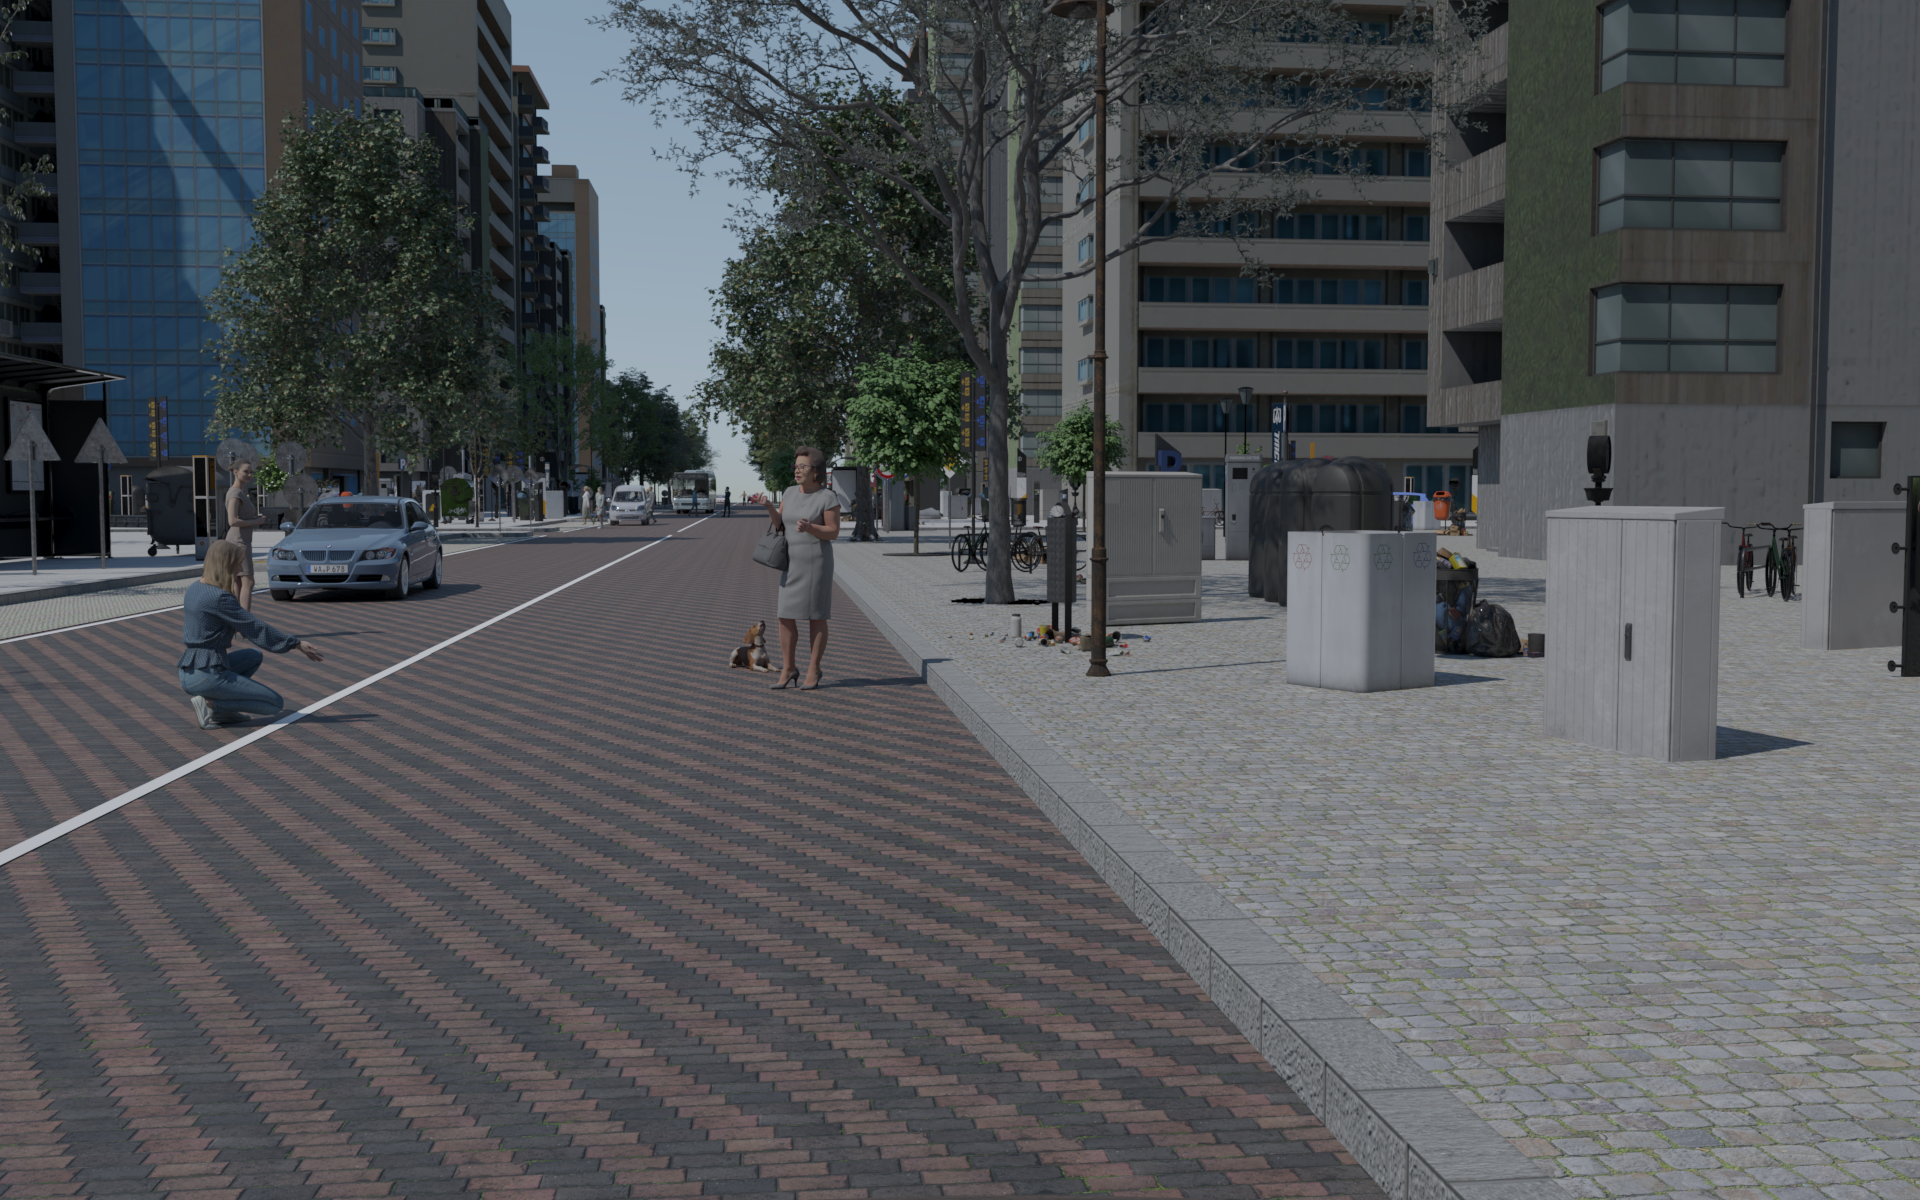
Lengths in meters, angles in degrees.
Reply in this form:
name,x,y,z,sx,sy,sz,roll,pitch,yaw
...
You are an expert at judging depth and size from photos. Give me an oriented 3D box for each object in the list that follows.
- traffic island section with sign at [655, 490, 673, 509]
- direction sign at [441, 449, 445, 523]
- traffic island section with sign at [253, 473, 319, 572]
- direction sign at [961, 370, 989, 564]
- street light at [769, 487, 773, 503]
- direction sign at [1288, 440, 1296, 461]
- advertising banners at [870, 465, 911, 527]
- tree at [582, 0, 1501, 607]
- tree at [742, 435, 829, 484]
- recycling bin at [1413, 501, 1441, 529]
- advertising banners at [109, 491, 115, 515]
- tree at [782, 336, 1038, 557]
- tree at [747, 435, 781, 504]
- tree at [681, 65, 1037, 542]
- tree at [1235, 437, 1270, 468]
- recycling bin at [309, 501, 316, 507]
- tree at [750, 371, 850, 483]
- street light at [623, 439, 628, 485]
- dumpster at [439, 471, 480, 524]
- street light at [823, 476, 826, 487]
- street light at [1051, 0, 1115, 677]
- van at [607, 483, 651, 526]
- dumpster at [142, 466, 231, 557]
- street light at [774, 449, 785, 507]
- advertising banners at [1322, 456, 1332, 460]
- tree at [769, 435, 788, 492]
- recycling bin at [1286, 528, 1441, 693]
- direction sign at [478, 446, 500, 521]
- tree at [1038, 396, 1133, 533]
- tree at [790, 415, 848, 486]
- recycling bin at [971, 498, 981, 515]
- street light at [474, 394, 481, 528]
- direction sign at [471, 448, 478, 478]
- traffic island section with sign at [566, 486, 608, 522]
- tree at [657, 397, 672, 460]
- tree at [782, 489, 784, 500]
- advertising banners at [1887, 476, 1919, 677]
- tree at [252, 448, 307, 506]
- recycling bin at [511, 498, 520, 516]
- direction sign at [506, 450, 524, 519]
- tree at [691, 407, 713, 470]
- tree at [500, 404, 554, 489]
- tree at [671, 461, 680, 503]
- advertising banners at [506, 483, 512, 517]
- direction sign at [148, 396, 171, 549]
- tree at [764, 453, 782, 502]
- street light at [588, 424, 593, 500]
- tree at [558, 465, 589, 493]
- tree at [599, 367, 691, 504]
name,x,y,z,sx,sy,sz,roll,pitch,yaw
traffic island section with sign,-28.025,-9.552,164.802,1.989,1.847,2.006,0,4,-7
direction sign,-22.535,-5.118,75.681,0.379,3.537,0.876,-1,4,-18
traffic island section with sign,-12.502,-1.469,32.644,1.989,1.847,2.006,0,4,-7
direction sign,0.247,-2.433,31.769,0.379,3.537,0.876,-2,4,-30
street light,-27.488,-17.175,253.592,0.468,5.910,1.993,0,4,-7
direction sign,13.855,-4.948,72.891,0.379,3.537,0.876,3,5,44
advertising banners,-2.823,-4.357,67.429,2.074,3.025,0.090,2,4,28
tree,0.387,-6.693,19.801,12.009,13.543,11.850,0,3,0
tree,-15.788,-15.659,162.683,9.857,13.997,8.962,0,3,0
recycling bin,16.697,-3.020,61.926,0.722,1.027,0.722,-1,4,-19
advertising banners,-38.645,-5.004,78.005,2.074,3.025,0.090,3,4,36
tree,-0.921,-3.202,36.061,4.285,4.588,4.351,0,3,0
tree,-24.777,-18.684,231.236,9.928,11.665,9.643,0,3,0
tree,-2.698,-7.925,46.585,9.611,12.733,9.660,0,3,0
tree,9.566,-3.889,58.191,1.663,3.219,1.824,0,3,0
recycling bin,-33.051,-4.596,87.697,0.722,1.027,0.722,-3,5,-41
tree,-11.229,-12.453,121.726,7.486,12.596,7.792,0,3,0
street light,-27.351,-10.358,142.133,0.468,5.910,1.993,0,4,-7
dumpster,-21.462,-4.383,74.156,1.502,2.255,1.985,0,4,-6
street light,-4.600,-5.259,58.773,0.468,5.910,1.993,0,4,-7
street light,0.978,-2.401,12.051,0.468,5.910,1.993,0,4,-7
van,-15.248,-4.462,79.959,2.013,2.044,4.112,0,4,-8
dumpster,-16.185,-1.866,36.274,1.264,1.857,1.865,0,4,-7
street light,-17.777,-12.106,170.728,0.468,5.910,1.993,0,4,-7
advertising banners,17.288,-5.023,78.309,2.074,3.025,0.090,3,4,38
tree,-21.324,-15.641,206.084,4.737,8.622,4.395,0,3,0
recycling bin,2.684,0.058,11.602,0.722,1.027,0.722,-2,4,-33
direction sign,-22.239,-5.517,82.202,0.876,3.537,0.379,-2,4,-34
tree,4.263,-4.561,58.286,4.285,4.588,4.351,0,3,0
tree,-7.056,-8.412,87.901,4.360,8.622,3.978,0,3,0
recycling bin,0.803,-5.614,104.349,0.722,1.027,0.722,3,4,38
street light,-18.478,-5.708,66.112,0.468,5.910,1.993,0,4,-7
direction sign,-23.519,-5.673,84.758,0.379,3.537,0.876,3,5,44
traffic island section with sign,-19.059,-4.887,88.536,1.989,1.847,2.006,0,4,-7
tree,-30.073,-14.084,156.029,9.928,11.665,9.643,0,3,0
tree,-18.908,-20.315,188.040,12.611,20.169,13.585,0,3,0
advertising banners,7.545,-0.979,12.189,2.074,3.025,0.090,-1,4,-8
tree,-27.108,-4.528,68.635,1.663,3.219,1.824,0,3,0
recycling bin,-26.250,-5.530,102.972,0.722,1.027,0.722,2,4,25
direction sign,-22.639,-5.879,88.112,0.876,3.537,0.379,-2,4,-23
tree,-36.383,-18.958,216.621,9.857,13.997,8.962,0,3,0
tree,-32.587,-10.958,129.526,4.737,8.622,4.395,0,3,0
tree,-38.372,-17.254,232.463,4.360,8.622,3.978,0,3,0
advertising banners,-25.424,-6.213,97.777,0.090,3.025,2.074,-1,4,-23
direction sign,-18.609,-2.952,40.268,0.876,3.537,0.379,3,4,39
tree,-11.067,-7.923,113.256,4.285,4.588,4.351,0,3,0
street light,-23.992,-8.561,112.760,0.468,5.910,1.993,0,4,-7
tree,-25.612,-7.308,114.094,1.663,3.219,1.824,0,3,0
tree,-31.691,-16.264,172.564,9.857,13.997,8.962,0,3,0
